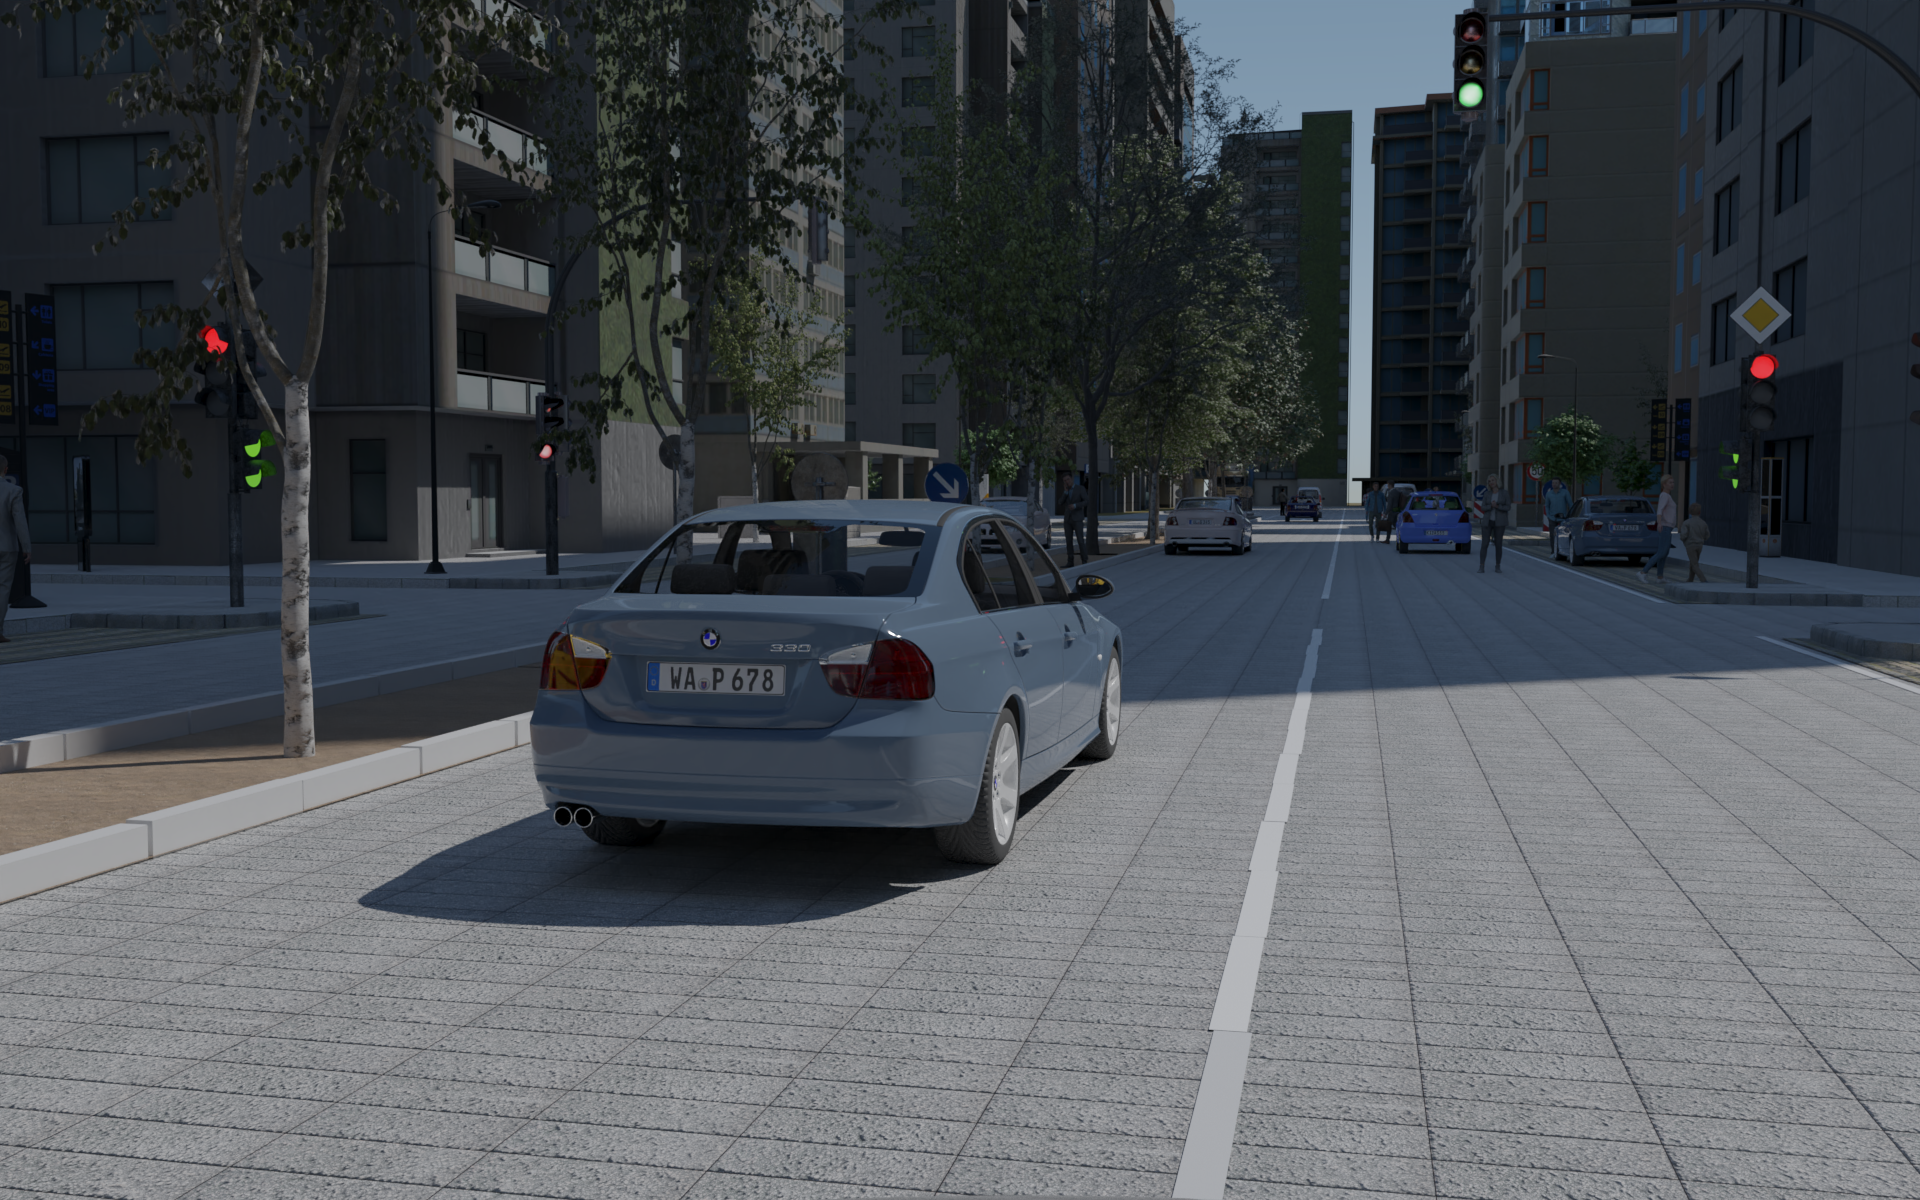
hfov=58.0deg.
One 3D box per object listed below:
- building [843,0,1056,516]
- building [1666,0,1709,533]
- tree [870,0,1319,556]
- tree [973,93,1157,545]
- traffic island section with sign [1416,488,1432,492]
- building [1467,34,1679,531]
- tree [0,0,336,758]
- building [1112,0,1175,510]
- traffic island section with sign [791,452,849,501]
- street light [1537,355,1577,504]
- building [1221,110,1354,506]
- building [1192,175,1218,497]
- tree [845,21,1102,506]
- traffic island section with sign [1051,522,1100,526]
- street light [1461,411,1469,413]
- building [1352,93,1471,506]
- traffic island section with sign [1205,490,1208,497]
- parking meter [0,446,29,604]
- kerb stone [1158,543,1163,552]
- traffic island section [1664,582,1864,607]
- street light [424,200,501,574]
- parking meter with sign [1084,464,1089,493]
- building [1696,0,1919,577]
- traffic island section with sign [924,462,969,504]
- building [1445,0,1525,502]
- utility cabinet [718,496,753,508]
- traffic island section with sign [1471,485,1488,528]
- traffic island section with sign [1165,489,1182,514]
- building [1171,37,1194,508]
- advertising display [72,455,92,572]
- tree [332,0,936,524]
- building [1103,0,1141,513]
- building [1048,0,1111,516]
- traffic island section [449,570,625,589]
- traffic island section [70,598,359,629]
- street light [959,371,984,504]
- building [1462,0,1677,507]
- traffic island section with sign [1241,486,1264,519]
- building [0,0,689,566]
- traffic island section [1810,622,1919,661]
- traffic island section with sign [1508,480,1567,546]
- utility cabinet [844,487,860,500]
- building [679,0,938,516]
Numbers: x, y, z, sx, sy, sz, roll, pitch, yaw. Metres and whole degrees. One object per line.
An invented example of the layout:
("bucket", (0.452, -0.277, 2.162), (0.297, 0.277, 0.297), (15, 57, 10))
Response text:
("building", (-2.751, -19.840, 96.081), (14.160, 30.474, 14.107), (1, 4, 13))
("building", (28.619, -24.326, 47.837), (14.600, 45.320, 14.200), (1, 4, 13))
("tree", (3.093, -7.777, 39.974), (12.009, 13.543, 11.850), (0, 3, 0))
("tree", (1.337, -4.845, 32.042), (4.360, 8.622, 3.978), (0, 3, 0))
("traffic island section with sign", (33.096, -6.990, 122.920), (1.989, 1.847, 2.006), (1, 4, 13))
("building", (38.228, -14.224, 77.601), (27.650, 21.520, 28.899), (1, 4, 13))
("tree", (-3.555, -3.460, 9.391), (4.360, 8.622, 3.978), (0, 3, 0))
("building", (6.566, -32.105, 148.619), (21.300, 48.544, 21.600), (1, 4, 13))
("traffic island section with sign", (-1.683, -0.633, 18.478), (2.006, 1.907, 1.989), (1, 4, 13))
("street light", (19.931, -5.212, 57.756), (1.470, 5.913, 1.316), (1, 4, 13))
("building", (35.519, -30.914, 189.042), (14.086, 41.232, 14.154), (1, 4, 13))
("building", (18.858, -31.187, 201.786), (23.993, 40.220, 32.217), (1, 4, 13))
("tree", (0.244, -4.526, 26.821), (4.737, 8.622, 4.395), (0, 3, 0))
("traffic island section with sign", (5.275, -4.270, 78.448), (1.989, 1.847, 2.006), (1, 4, 13))
("street light", (28.621, -7.584, 96.540), (1.470, 5.913, 1.316), (1, 4, 13))
("building", (57.607, -32.621, 187.973), (28.867, 44.769, 22.147), (1, 4, 13))
("traffic island section with sign", (22.010, -8.838, 153.124), (1.989, 1.847, 2.006), (1, 4, 13))
("parking meter", (-11.115, -0.889, 20.246), (0.399, 1.863, 0.255), (-3, 4, -37))
("kerb stone", (4.838, -1.263, 42.852), (0.120, 0.150, 1.000), (1, 4, 13))
("traffic island section", (10.824, -0.082, 23.622), (2.009, 0.180, 2.903), (1, 4, 13))
("street light", (-7.936, -3.370, 27.648), (1.470, 5.913, 1.316), (1, 4, 13))
("parking meter with sign", (7.521, -6.307, 99.375), (0.543, 3.016, 1.738), (0, 4, -4))
("building", (26.617, -36.208, 30.257), (20.611, 71.187, 20.563), (1, 4, 13))
("traffic island section with sign", (-0.054, -1.075, 25.705), (2.006, 1.907, 1.989), (1, 4, 13))
("building", (55.544, -32.520, 151.314), (23.786, 49.044, 30.456), (1, 4, 13))
("utility cabinet", (-6.485, -2.386, 50.168), (1.020, 1.237, 0.306), (-1, 4, -22))
("traffic island section with sign", (22.236, -4.028, 74.483), (1.989, 1.847, 2.006), (1, 4, 13))
("traffic island section with sign", (16.103, -7.225, 126.758), (1.989, 1.847, 2.006), (1, 4, 13))
("building", (14.922, -31.715, 168.645), (14.200, 45.320, 14.600), (1, 4, 13))
("advertising display", (-14.554, -1.438, 28.731), (0.123, 1.923, 0.974), (-3, 4, -36))
("tree", (-2.319, -3.794, 14.845), (4.360, 8.622, 3.978), (0, 3, 0))
("building", (2.742, -42.106, 126.686), (20.563, 71.187, 20.611), (1, 4, 13))
("building", (1.677, -28.083, 109.275), (14.600, 45.320, 14.200), (1, 4, 13))
("traffic island section", (-6.488, -0.319, 27.493), (2.009, 0.180, 2.903), (1, 4, 13))
("traffic island section", (-8.234, 0.158, 19.700), (2.009, 0.180, 2.903), (1, 4, 13))
("street light", (0.524, -5.673, 65.287), (1.470, 5.913, 1.316), (1, 4, 13))
("building", (48.080, -49.373, 119.912), (22.319, 86.520, 31.000), (1, 4, 13))
("traffic island section with sign", (16.370, -5.559, 99.033), (2.006, 1.907, 1.989), (1, 4, 13))
("building", (-14.939, -21.556, 36.034), (14.154, 41.232, 14.086), (1, 4, 13))
("traffic island section", (9.078, 0.395, 15.830), (2.009, 0.180, 2.903), (1, 4, 13))
("traffic island section with sign", (16.335, -2.419, 48.179), (1.989, 1.847, 2.006), (1, 4, 13))
("utility cabinet", (-3.219, -2.541, 50.218), (0.318, 1.500, 1.173), (1, 4, 17))
("building", (-17.760, -22.781, 64.350), (32.217, 40.220, 23.993), (1, 4, 13))
